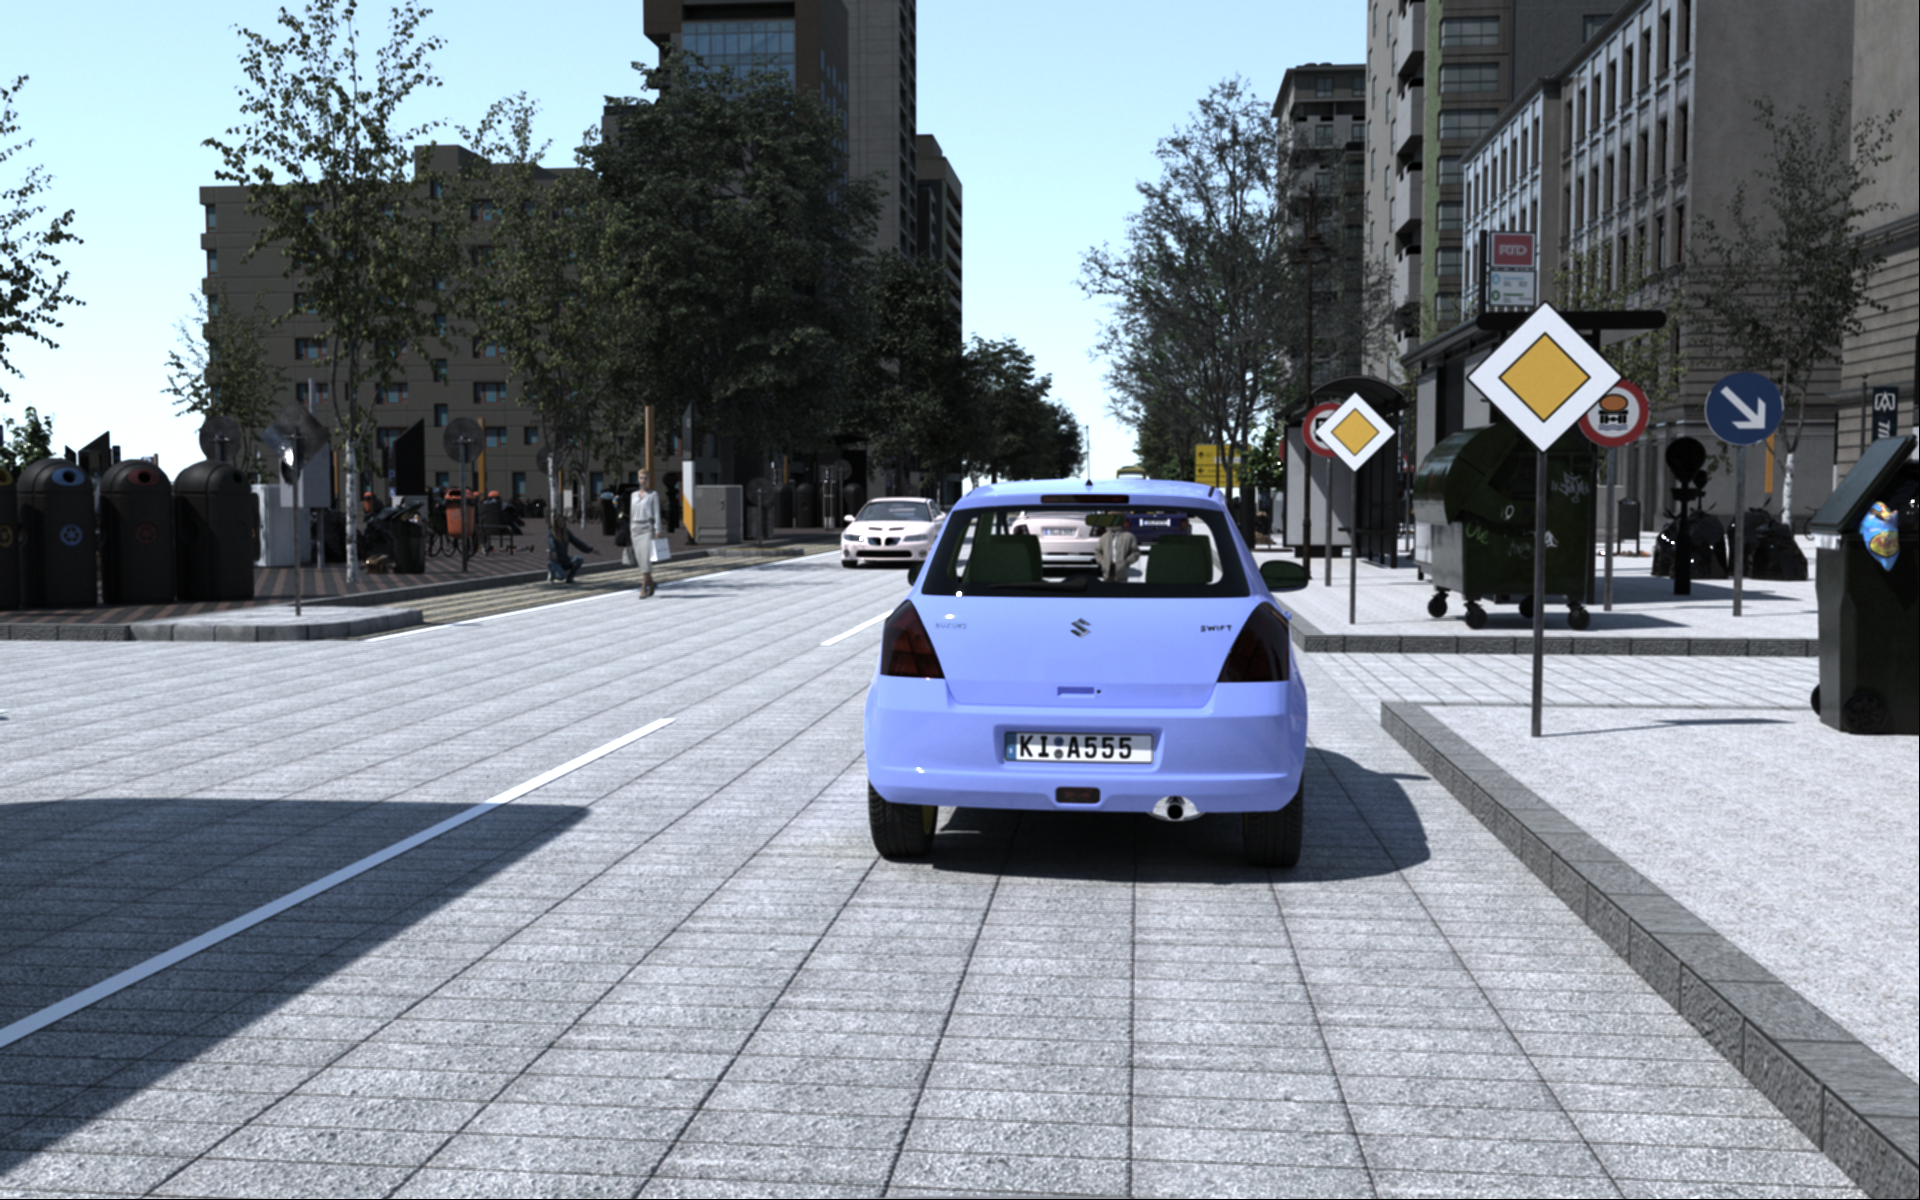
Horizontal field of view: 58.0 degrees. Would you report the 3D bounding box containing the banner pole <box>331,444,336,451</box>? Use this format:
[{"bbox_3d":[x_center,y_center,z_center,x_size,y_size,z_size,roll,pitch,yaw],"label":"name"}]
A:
[{"bbox_3d":[-31.714,-5.952,87.330,0.863,3.779,0.401,0,4,-3],"label":"banner pole"}]

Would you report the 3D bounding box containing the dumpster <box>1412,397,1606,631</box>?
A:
[{"bbox_3d":[5.373,-0.892,17.074,1.502,2.255,1.985,0,4,6],"label":"dumpster"}]

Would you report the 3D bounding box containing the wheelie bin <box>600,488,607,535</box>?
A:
[{"bbox_3d":[-10.826,-2.806,53.779,0.693,1.594,0.980,-1,4,-18],"label":"wheelie bin"}]

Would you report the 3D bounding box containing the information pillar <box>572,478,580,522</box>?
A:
[{"bbox_3d":[-17.580,-4.571,79.224,0.304,2.012,0.304,0,4,-7],"label":"information pillar"}]

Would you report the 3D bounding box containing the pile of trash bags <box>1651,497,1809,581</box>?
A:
[{"bbox_3d":[12.375,-1.012,26.295,3.447,1.369,1.912,1,4,19],"label":"pile of trash bags"}]

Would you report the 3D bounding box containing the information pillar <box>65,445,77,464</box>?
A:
[{"bbox_3d":[-41.948,-5.528,81.742,0.504,3.616,0.183,-3,4,-36],"label":"information pillar"}]

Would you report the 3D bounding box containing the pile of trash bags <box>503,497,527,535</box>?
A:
[{"bbox_3d":[-14.862,-2.771,55.051,1.912,1.369,3.447,-1,4,-13],"label":"pile of trash bags"}]

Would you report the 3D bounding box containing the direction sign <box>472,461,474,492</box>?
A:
[{"bbox_3d":[-23.266,-5.553,82.790,0.379,3.537,0.876,-1,4,-13],"label":"direction sign"}]

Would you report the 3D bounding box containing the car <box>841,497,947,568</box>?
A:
[{"bbox_3d":[-1.237,-1.396,35.189,2.083,1.381,4.827,0,4,5],"label":"car"}]

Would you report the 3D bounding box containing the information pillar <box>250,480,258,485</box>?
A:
[{"bbox_3d":[-36.551,-5.210,89.673,0.304,2.012,0.304,0,4,-3],"label":"information pillar"}]

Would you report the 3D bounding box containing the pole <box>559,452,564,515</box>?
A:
[{"bbox_3d":[-19.136,-5.458,83.086,0.158,3.312,0.155,0,3,0],"label":"pole"}]

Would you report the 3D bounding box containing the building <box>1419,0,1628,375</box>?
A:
[{"bbox_3d":[34.473,-25.630,102.642,14.154,41.232,14.086,0,4,6],"label":"building"}]

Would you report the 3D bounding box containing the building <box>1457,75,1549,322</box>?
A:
[{"bbox_3d":[29.746,-14.173,80.881,9.793,20.994,18.267,0,4,6],"label":"building"}]

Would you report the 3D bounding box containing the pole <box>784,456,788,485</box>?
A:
[{"bbox_3d":[-9.213,-5.998,91.916,0.158,3.312,0.155,0,3,0],"label":"pole"}]

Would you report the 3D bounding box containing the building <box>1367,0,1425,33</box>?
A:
[{"bbox_3d":[43.849,-32.596,122.181,28.713,52.752,27.495,0,4,6],"label":"building"}]

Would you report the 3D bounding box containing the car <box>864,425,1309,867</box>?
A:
[{"bbox_3d":[0.656,0.095,8.042,1.945,1.707,3.694,0,4,7],"label":"car"}]

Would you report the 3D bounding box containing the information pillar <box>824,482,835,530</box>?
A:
[{"bbox_3d":[-4.645,-3.488,61.514,0.304,2.012,0.304,1,4,16],"label":"information pillar"}]

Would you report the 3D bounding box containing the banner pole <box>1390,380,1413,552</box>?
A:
[{"bbox_3d":[9.785,-2.959,38.400,0.401,3.779,0.863,-2,4,-28],"label":"banner pole"}]

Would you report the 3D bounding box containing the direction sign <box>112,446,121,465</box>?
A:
[{"bbox_3d":[-39.586,-5.430,80.773,0.876,3.537,0.379,-1,4,-13],"label":"direction sign"}]

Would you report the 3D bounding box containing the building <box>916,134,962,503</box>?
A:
[{"bbox_3d":[-11.350,-37.536,237.408,21.300,48.544,21.600,0,4,6],"label":"building"}]

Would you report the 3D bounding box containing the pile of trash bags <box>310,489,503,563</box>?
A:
[{"bbox_3d":[-10.779,-1.418,32.934,3.447,1.369,1.912,1,4,11],"label":"pile of trash bags"}]

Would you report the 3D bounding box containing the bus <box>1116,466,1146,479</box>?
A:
[{"bbox_3d":[14.924,-9.767,151.243,2.896,3.916,12.252,0,4,5],"label":"bus"}]

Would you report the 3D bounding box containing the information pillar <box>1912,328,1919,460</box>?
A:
[{"bbox_3d":[11.773,-1.824,21.176,0.183,3.616,0.504,1,4,11],"label":"information pillar"}]

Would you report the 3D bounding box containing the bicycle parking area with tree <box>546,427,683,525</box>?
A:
[{"bbox_3d":[-13.390,-5.453,76.158,9.016,4.147,8.231,3,5,41],"label":"bicycle parking area with tree"}]

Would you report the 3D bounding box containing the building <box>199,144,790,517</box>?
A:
[{"bbox_3d":[-27.407,-16.234,110.462,27.650,21.520,28.899,0,4,6],"label":"building"}]

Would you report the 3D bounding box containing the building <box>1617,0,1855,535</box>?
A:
[{"bbox_3d":[28.445,-13.060,62.685,9.793,20.994,18.267,0,4,6],"label":"building"}]

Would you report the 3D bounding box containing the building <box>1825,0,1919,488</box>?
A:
[{"bbox_3d":[37.826,-13.134,33.821,34.723,24.649,14.460,0,4,6],"label":"building"}]

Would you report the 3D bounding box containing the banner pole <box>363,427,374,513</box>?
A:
[{"bbox_3d":[-21.909,-4.538,64.206,0.401,3.779,0.863,0,4,7],"label":"banner pole"}]

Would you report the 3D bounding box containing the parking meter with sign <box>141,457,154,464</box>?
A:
[{"bbox_3d":[-37.764,-5.214,81.503,0.543,3.016,1.738,0,4,3],"label":"parking meter with sign"}]

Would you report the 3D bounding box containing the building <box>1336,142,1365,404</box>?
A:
[{"bbox_3d":[38.310,-22.790,144.310,14.160,30.474,14.107,0,4,6],"label":"building"}]

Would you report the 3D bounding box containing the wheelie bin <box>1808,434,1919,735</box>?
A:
[{"bbox_3d":[5.063,-0.095,9.458,0.693,1.594,0.980,1,4,12],"label":"wheelie bin"}]

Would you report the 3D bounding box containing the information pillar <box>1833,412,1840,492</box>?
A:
[{"bbox_3d":[25.056,-3.537,49.187,0.504,3.616,0.183,1,4,10],"label":"information pillar"}]

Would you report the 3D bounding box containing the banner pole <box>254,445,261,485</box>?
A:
[{"bbox_3d":[-35.838,-6.020,88.445,0.401,3.779,0.863,-3,5,-40],"label":"banner pole"}]

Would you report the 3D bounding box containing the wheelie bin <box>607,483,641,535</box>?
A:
[{"bbox_3d":[-9.675,-2.627,50.862,0.980,1.594,0.693,-3,4,-36],"label":"wheelie bin"}]

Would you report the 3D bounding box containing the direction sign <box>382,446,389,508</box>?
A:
[{"bbox_3d":[-27.299,-5.528,82.388,0.379,3.537,0.876,0,4,0],"label":"direction sign"}]

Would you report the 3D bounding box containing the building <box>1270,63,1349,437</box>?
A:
[{"bbox_3d":[52.778,-37.929,209.377,28.713,52.752,27.495,0,4,6],"label":"building"}]

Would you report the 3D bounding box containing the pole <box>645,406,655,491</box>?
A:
[{"bbox_3d":[-7.204,-2.840,40.284,0.158,3.312,0.155,0,3,0],"label":"pole"}]

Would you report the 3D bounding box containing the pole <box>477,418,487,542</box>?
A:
[{"bbox_3d":[-12.798,-3.214,46.392,0.158,3.312,0.155,0,3,0],"label":"pole"}]

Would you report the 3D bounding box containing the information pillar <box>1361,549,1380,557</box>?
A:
[{"bbox_3d":[8.430,-1.900,35.550,0.304,2.012,0.304,-3,5,-40],"label":"information pillar"}]

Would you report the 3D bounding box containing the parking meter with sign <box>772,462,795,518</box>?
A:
[{"bbox_3d":[-9.243,-5.945,93.457,1.738,3.016,0.543,-1,4,-21],"label":"parking meter with sign"}]

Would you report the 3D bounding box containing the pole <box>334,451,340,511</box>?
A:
[{"bbox_3d":[-29.721,-5.429,82.609,0.158,3.312,0.155,0,3,0],"label":"pole"}]

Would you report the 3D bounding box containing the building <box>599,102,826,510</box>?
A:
[{"bbox_3d":[-18.313,-22.001,131.425,14.160,30.474,14.107,0,4,6],"label":"building"}]

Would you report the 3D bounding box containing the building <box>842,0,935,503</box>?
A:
[{"bbox_3d":[-13.580,-46.690,201.634,20.563,71.187,20.611,0,4,6],"label":"building"}]

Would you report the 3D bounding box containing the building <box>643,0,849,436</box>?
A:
[{"bbox_3d":[-17.324,-30.313,145.724,14.600,45.320,14.200,0,4,6],"label":"building"}]

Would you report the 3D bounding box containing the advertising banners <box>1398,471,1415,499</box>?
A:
[{"bbox_3d":[20.501,-5.137,80.173,2.074,3.025,0.090,1,4,10],"label":"advertising banners"}]

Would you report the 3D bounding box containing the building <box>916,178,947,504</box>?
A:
[{"bbox_3d":[-9.417,-32.779,219.525,14.154,41.232,14.086,0,4,6],"label":"building"}]

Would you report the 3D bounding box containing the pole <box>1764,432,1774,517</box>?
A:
[{"bbox_3d":[18.710,-2.826,40.054,0.158,3.312,0.155,0,3,0],"label":"pole"}]

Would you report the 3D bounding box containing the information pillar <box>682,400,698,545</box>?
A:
[{"bbox_3d":[-6.819,-3.195,43.586,0.183,3.616,0.504,-3,4,-38],"label":"information pillar"}]

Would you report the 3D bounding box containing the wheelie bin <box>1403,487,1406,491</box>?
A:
[{"bbox_3d":[20.843,-4.478,81.127,0.693,1.594,0.980,1,4,15],"label":"wheelie bin"}]

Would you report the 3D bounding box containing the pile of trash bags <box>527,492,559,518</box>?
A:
[{"bbox_3d":[-22.649,-5.047,92.278,3.447,1.369,1.912,2,4,25],"label":"pile of trash bags"}]

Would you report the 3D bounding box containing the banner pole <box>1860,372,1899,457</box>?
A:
[{"bbox_3d":[18.819,-2.790,35.641,0.863,3.779,0.401,1,4,20],"label":"banner pole"}]

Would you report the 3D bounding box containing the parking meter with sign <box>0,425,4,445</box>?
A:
[{"bbox_3d":[-24.922,-2.898,43.648,1.738,3.016,0.543,1,4,23],"label":"parking meter with sign"}]

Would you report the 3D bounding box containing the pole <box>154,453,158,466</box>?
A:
[{"bbox_3d":[-40.331,-5.695,86.960,0.158,3.312,0.155,0,3,0],"label":"pole"}]
